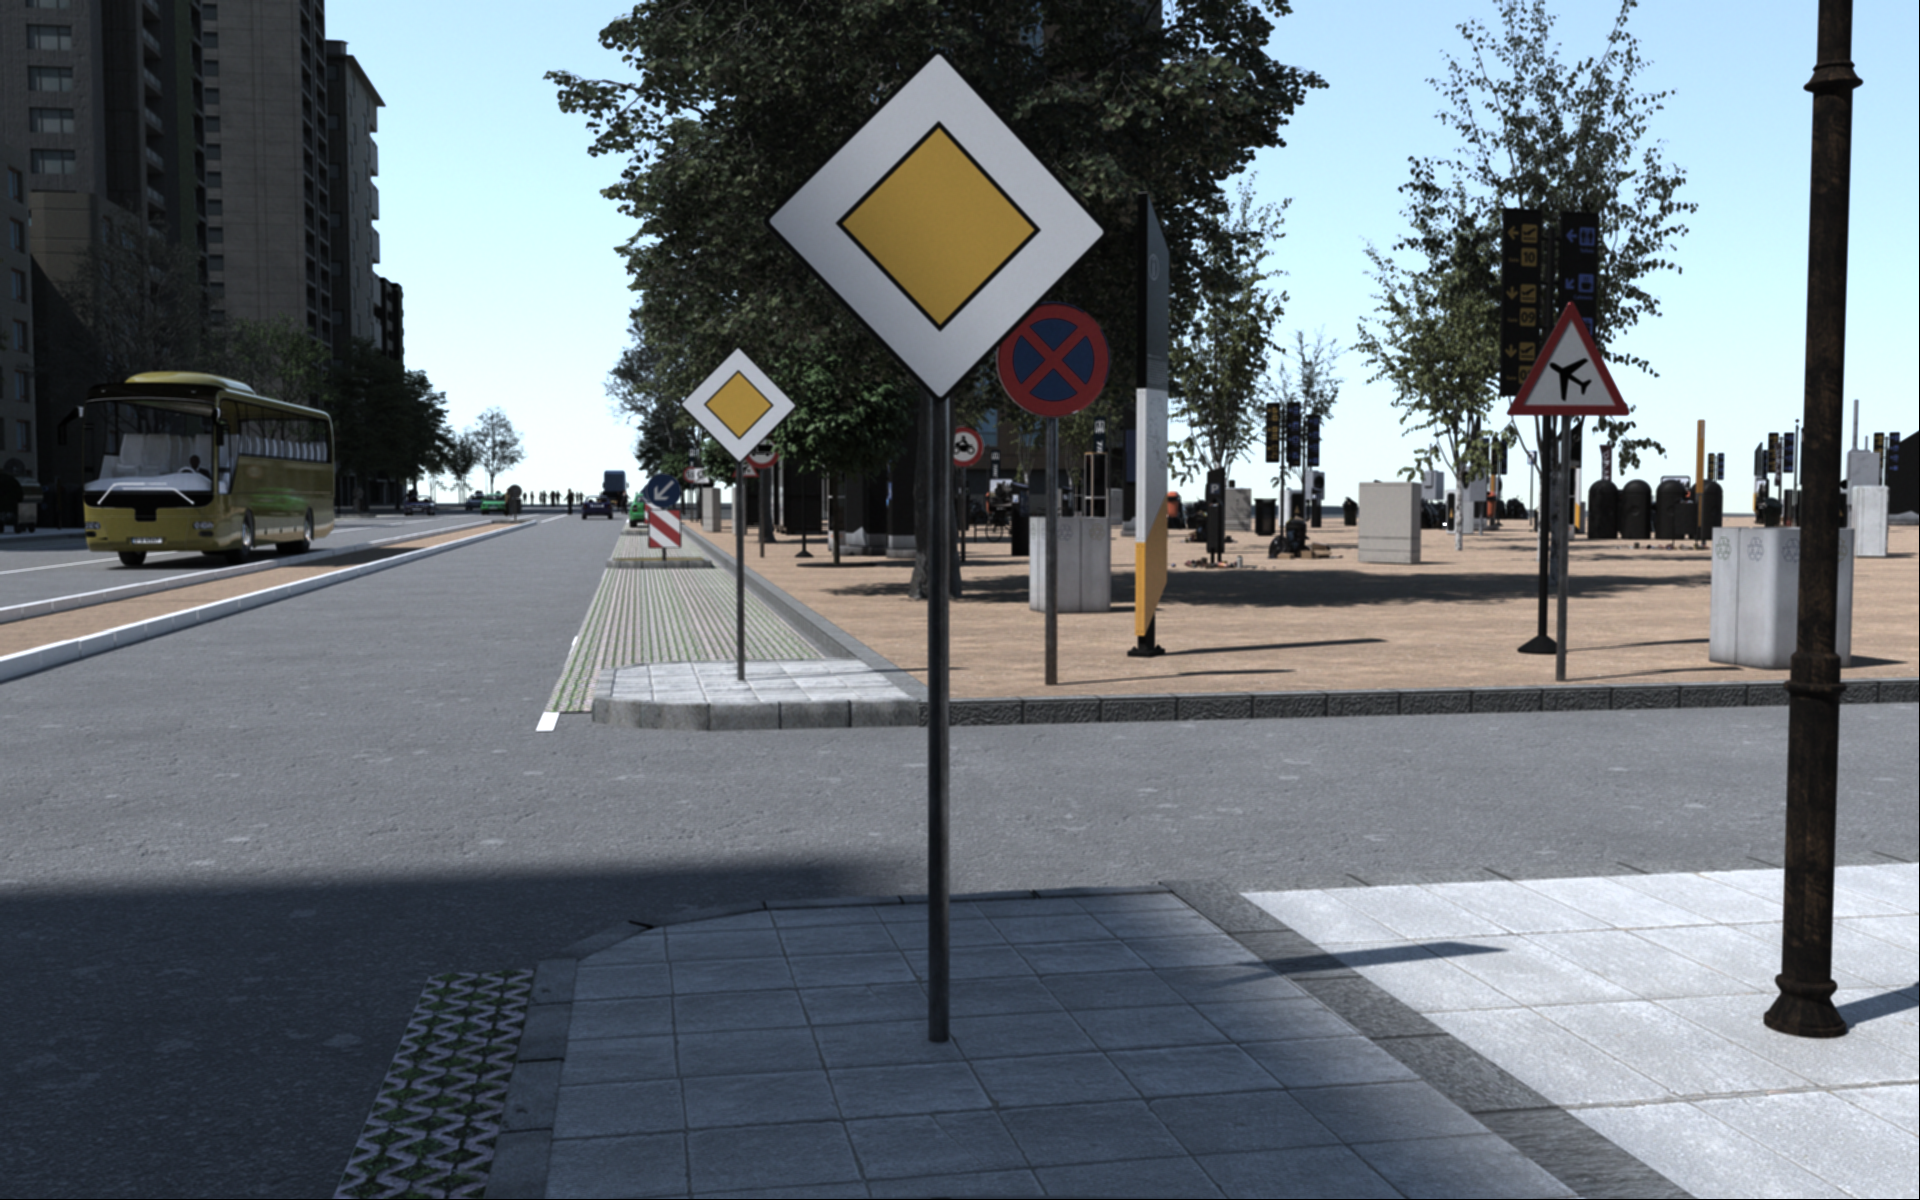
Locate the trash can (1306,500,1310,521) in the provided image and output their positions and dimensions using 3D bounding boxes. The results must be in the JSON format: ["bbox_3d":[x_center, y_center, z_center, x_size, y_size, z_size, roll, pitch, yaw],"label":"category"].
[{"bbox_3d":[16.129,-4.262,81.330,0.748,1.137,0.748,0,3,0],"label":"trash can"}]

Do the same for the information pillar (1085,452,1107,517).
[{"bbox_3d":[2.410,-1.606,30.745,0.304,2.012,0.304,-1,4,-22],"label":"information pillar"}]

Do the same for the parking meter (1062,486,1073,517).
[{"bbox_3d":[3.512,-2.950,56.652,0.372,1.533,0.369,0,3,0],"label":"parking meter"}]

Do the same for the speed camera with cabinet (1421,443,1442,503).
[{"bbox_3d":[18.813,-4.431,66.777,0.660,3.252,2.038,-3,5,-39],"label":"speed camera with cabinet"}]

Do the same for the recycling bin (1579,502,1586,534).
[{"bbox_3d":[19.860,-2.668,56.169,0.722,1.027,0.722,1,4,13],"label":"recycling bin"}]

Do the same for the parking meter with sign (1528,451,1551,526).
[{"bbox_3d":[23.875,-4.516,70.090,1.738,3.016,0.543,-1,4,-14],"label":"parking meter with sign"}]

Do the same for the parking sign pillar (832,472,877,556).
[{"bbox_3d":[-1.990,-2.940,36.548,1.447,3.967,1.447,-2,4,-26],"label":"parking sign pillar"}]

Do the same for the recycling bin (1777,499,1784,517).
[{"bbox_3d":[40.313,-4.447,85.267,0.722,1.027,0.722,3,4,37],"label":"recycling bin"}]

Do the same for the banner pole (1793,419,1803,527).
[{"bbox_3d":[27.922,-4.124,57.449,0.401,3.779,0.863,-2,4,-27],"label":"banner pole"}]

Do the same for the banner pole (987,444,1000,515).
[{"bbox_3d":[1.614,-5.898,86.457,0.863,3.779,0.401,1,4,12],"label":"banner pole"}]

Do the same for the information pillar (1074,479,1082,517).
[{"bbox_3d":[5.601,-4.738,81.964,0.304,2.012,0.304,-1,4,-14],"label":"information pillar"}]

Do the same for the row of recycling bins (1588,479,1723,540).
[{"bbox_3d":[19.645,-2.561,48.986,3.534,1.692,1.069,1,4,18],"label":"row of recycling bins"}]

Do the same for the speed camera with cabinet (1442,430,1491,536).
[{"bbox_3d":[15.836,-3.658,54.149,0.660,3.252,2.038,0,4,-3],"label":"speed camera with cabinet"}]

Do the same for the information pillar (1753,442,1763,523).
[{"bbox_3d":[35.788,-5.280,77.676,0.504,3.616,0.183,-2,4,-35],"label":"information pillar"}]

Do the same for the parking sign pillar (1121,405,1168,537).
[{"bbox_3d":[5.596,-3.913,52.443,1.447,3.967,1.447,0,4,0],"label":"parking sign pillar"}]

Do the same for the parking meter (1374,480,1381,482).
[{"bbox_3d":[17.411,-4.051,71.951,0.399,1.863,0.255,-1,4,-10],"label":"parking meter"}]

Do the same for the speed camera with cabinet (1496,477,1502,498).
[{"bbox_3d":[28.252,-5.967,91.894,0.660,3.252,2.038,2,4,30],"label":"speed camera with cabinet"}]

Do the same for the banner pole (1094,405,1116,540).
[{"bbox_3d":[4.071,-3.614,49.102,0.401,3.779,0.863,-3,5,-40],"label":"banner pole"}]

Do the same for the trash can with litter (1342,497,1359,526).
[{"bbox_3d":[16.015,-3.585,69.995,1.055,1.170,0.624,0,4,3],"label":"trash can with litter"}]

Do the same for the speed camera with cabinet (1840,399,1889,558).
[{"bbox_3d":[18.636,-2.521,35.551,0.660,3.252,2.038,1,4,21],"label":"speed camera with cabinet"}]

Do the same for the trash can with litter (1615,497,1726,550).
[{"bbox_3d":[16.512,-1.795,40.409,2.233,1.210,1.678,2,4,27],"label":"trash can with litter"}]

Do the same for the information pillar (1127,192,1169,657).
[{"bbox_3d":[1.521,-1.369,13.744,0.183,3.616,0.504,2,4,28],"label":"information pillar"}]

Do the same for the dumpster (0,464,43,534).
[{"bbox_3d":[-31.090,-3.310,56.605,1.502,2.255,1.985,-1,4,-10],"label":"dumpster"}]

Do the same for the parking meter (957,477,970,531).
[{"bbox_3d":[0.120,-3.356,60.575,0.399,1.863,0.255,2,4,35],"label":"parking meter"}]

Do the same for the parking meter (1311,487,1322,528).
[{"bbox_3d":[13.631,-3.536,66.227,0.372,1.533,0.369,0,3,0],"label":"parking meter"}]

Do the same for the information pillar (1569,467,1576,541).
[{"bbox_3d":[16.471,-2.597,46.949,0.304,2.012,0.304,0,4,-7],"label":"information pillar"}]

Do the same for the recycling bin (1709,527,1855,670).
[{"bbox_3d":[6.156,-0.027,12.997,0.722,1.027,0.722,-1,4,-12],"label":"recycling bin"}]

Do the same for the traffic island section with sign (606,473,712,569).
[{"bbox_3d":[-5.908,-1.545,33.890,1.989,1.847,2.006,-1,4,-10],"label":"traffic island section with sign"}]

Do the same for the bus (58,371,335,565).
[{"bbox_3d":[-16.318,-2.863,38.365,2.896,3.916,12.252,-1,4,-10],"label":"bus"}]

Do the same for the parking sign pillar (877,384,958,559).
[{"bbox_3d":[-0.771,-2.830,34.746,1.447,3.967,1.447,-1,4,-13],"label":"parking sign pillar"}]

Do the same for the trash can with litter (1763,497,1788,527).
[{"bbox_3d":[26.572,-2.742,56.221,0.624,1.170,1.055,-1,4,-9],"label":"trash can with litter"}]

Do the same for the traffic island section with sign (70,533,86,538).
[{"bbox_3d":[-27.888,-2.950,56.865,1.989,1.847,2.006,-1,4,-10],"label":"traffic island section with sign"}]

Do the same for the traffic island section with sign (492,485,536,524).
[{"bbox_3d":[-21.697,-4.657,84.278,2.006,1.907,1.989,-1,4,-10],"label":"traffic island section with sign"}]

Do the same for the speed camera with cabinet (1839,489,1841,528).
[{"bbox_3d":[30.009,-3.919,58.407,2.038,3.252,0.660,0,4,-8],"label":"speed camera with cabinet"}]

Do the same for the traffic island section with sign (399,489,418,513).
[{"bbox_3d":[-42.134,-7.644,133.609,1.989,1.847,2.006,-1,4,-10],"label":"traffic island section with sign"}]

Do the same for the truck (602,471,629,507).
[{"bbox_3d":[-38.517,-12.365,191.918,2.967,4.110,18.799,-1,4,-9],"label":"truck"}]

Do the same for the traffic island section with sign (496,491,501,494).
[{"bbox_3d":[-57.205,-12.608,214.773,1.989,1.847,2.006,-1,4,-10],"label":"traffic island section with sign"}]

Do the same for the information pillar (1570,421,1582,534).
[{"bbox_3d":[19.585,-3.907,55.227,0.183,3.616,0.504,-3,5,-45],"label":"information pillar"}]

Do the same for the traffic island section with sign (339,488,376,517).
[{"bbox_3d":[-37.203,-6.019,107.039,1.989,1.847,2.006,-1,4,-10],"label":"traffic island section with sign"}]

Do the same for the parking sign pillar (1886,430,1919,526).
[{"bbox_3d":[38.396,-5.014,70.453,1.447,3.967,1.447,1,4,17],"label":"parking sign pillar"}]

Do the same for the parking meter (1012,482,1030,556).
[{"bbox_3d":[1.264,-1.699,36.183,0.372,1.533,0.369,0,3,0],"label":"parking meter"}]

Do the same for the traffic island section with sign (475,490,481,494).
[{"bbox_3d":[-52.158,-10.949,187.637,1.989,1.847,2.006,-1,4,-10],"label":"traffic island section with sign"}]

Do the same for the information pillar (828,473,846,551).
[{"bbox_3d":[-2.769,-2.110,38.986,0.304,2.012,0.304,-3,5,-41],"label":"information pillar"}]

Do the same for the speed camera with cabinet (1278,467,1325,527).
[{"bbox_3d":[13.322,-4.474,67.479,2.038,3.252,0.660,-3,4,-37],"label":"speed camera with cabinet"}]

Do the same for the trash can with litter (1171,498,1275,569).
[{"bbox_3d":[4.543,-1.197,30.631,1.678,1.210,2.233,0,4,-5],"label":"trash can with litter"}]

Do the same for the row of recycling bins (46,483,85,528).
[{"bbox_3d":[-34.302,-3.783,68.967,1.069,1.692,3.534,2,4,25],"label":"row of recycling bins"}]

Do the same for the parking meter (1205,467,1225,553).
[{"bbox_3d":[5.536,-1.949,37.582,0.399,1.863,0.255,1,4,20],"label":"parking meter"}]

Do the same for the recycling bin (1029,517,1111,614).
[{"bbox_3d":[1.199,-0.390,18.923,0.722,1.027,0.722,-1,4,-16],"label":"recycling bin"}]

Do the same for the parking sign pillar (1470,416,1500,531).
[{"bbox_3d":[18.051,-4.390,60.242,1.447,3.967,1.447,0,4,8],"label":"parking sign pillar"}]

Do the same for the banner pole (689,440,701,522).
[{"bbox_3d":[-12.263,-5.493,79.828,0.401,3.779,0.863,-3,5,-43],"label":"banner pole"}]

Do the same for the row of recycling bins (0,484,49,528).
[{"bbox_3d":[-39.101,-3.923,71.254,3.534,1.692,1.069,2,4,33],"label":"row of recycling bins"}]
